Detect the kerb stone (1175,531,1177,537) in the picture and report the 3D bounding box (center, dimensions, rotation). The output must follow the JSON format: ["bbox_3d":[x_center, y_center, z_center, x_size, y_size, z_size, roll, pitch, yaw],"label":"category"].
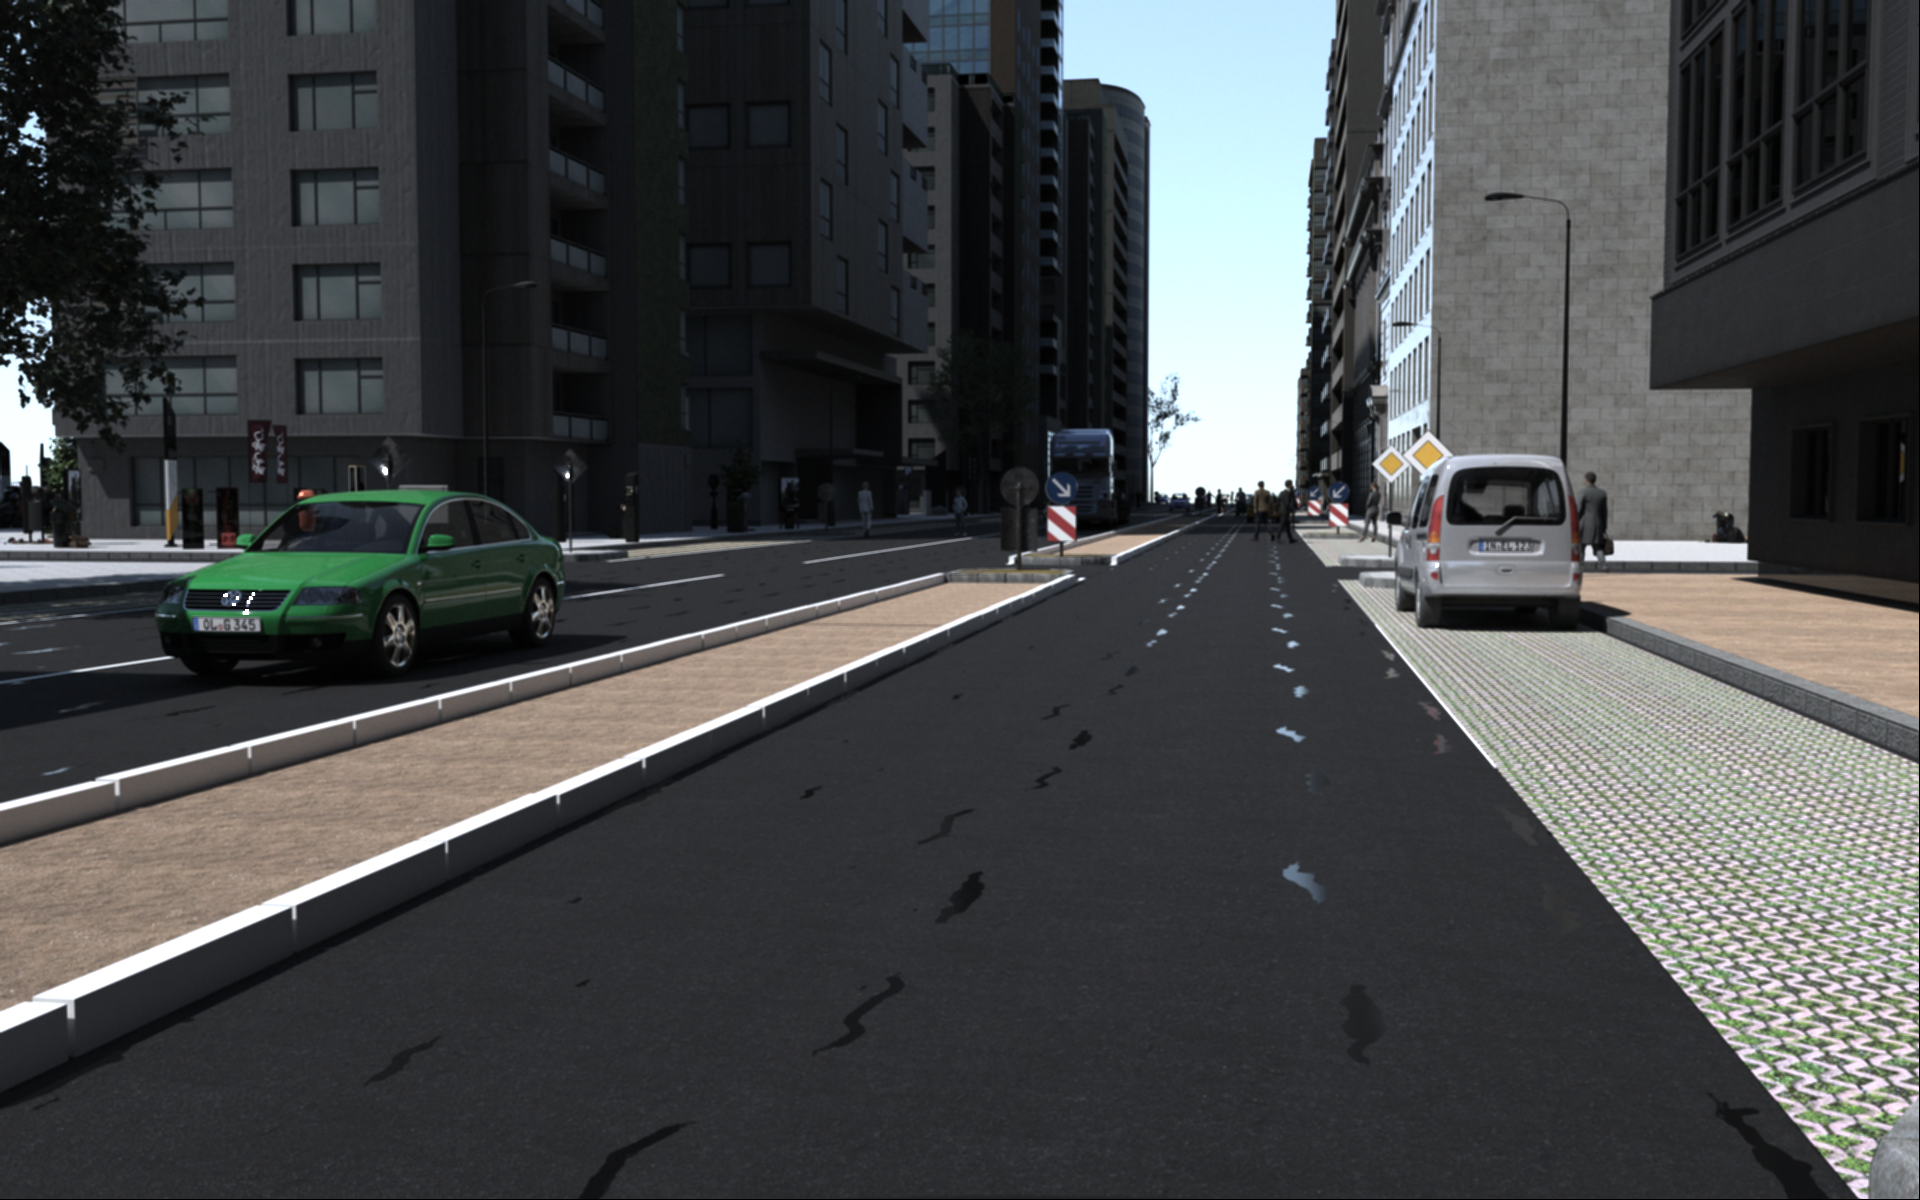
[{"bbox_3d":[6.963,-2.128,56.993,0.120,0.150,1.000,1,4,10],"label":"kerb stone"}]

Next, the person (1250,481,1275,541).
[{"bbox_3d":[9.325,-2.737,53.168,0.836,1.842,0.656,3,5,40],"label":"person"}]

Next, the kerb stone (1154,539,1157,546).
[{"bbox_3d":[5.187,-1.509,46.911,0.120,0.150,1.000,1,4,10],"label":"kerb stone"}]

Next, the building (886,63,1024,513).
[{"bbox_3d":[-3.476,-21.332,120.476,14.160,30.474,14.107,1,4,10],"label":"building"}]

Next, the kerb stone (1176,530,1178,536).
[{"bbox_3d":[7.137,-2.188,58.000,0.120,0.150,1.000,1,4,10],"label":"kerb stone"}]

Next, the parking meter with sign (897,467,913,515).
[{"bbox_3d":[-3.591,-6.909,109.229,0.543,3.016,1.738,2,4,24],"label":"parking meter with sign"}]

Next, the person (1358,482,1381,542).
[{"bbox_3d":[12.186,-2.616,51.552,0.573,1.790,0.520,3,4,36],"label":"person"}]

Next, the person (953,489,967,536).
[{"bbox_3d":[-0.022,-3.013,59.568,0.589,1.601,0.330,3,5,41],"label":"person"}]

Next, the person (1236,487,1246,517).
[{"bbox_3d":[17.324,-6.024,106.837,0.661,1.843,0.795,1,4,17],"label":"person"}]

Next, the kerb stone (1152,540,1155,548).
[{"bbox_3d":[5.006,-1.450,45.903,0.120,0.150,1.000,1,4,10],"label":"kerb stone"}]

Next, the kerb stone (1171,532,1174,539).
[{"bbox_3d":[6.611,-2.003,54.978,0.120,0.150,1.000,1,4,10],"label":"kerb stone"}]

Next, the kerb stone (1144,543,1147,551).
[{"bbox_3d":[4.477,-1.265,42.875,0.120,0.150,1.000,1,4,10],"label":"kerb stone"}]

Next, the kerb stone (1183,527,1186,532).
[{"bbox_3d":[8.036,-2.498,63.042,0.120,0.150,1.000,1,4,10],"label":"kerb stone"}]

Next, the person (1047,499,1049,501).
[{"bbox_3d":[6.806,-7.168,126.409,0.721,1.736,1.217,-3,5,-39],"label":"person"}]

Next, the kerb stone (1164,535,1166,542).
[{"bbox_3d":[5.901,-1.758,50.936,0.120,0.150,1.000,1,4,10],"label":"kerb stone"}]

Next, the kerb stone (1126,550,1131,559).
[{"bbox_3d":[3.581,-0.957,37.835,0.120,0.150,1.000,1,4,10],"label":"kerb stone"}]

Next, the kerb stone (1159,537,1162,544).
[{"bbox_3d":[5.540,-1.635,48.924,0.120,0.150,1.000,1,4,10],"label":"kerb stone"}]

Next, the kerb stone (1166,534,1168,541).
[{"bbox_3d":[6.071,-1.819,51.944,0.120,0.150,1.000,1,4,10],"label":"kerb stone"}]

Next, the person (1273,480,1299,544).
[{"bbox_3d":[9.496,-2.565,50.212,0.755,1.850,0.659,0,4,-2],"label":"person"}]

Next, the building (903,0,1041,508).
[{"bbox_3d":[-1.523,-29.633,134.604,14.600,45.320,14.200,1,4,10],"label":"building"}]

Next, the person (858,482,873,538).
[{"bbox_3d":[-3.088,-2.954,56.675,0.514,1.842,0.818,0,4,2],"label":"person"}]

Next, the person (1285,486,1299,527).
[{"bbox_3d":[14.511,-4.110,75.800,0.616,1.811,0.778,3,5,44],"label":"person"}]

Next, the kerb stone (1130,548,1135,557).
[{"bbox_3d":[3.762,-1.012,38.847,0.120,0.150,1.000,1,4,10],"label":"kerb stone"}]

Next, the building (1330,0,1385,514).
[{"bbox_3d":[36.491,-30.157,116.765,21.300,48.544,21.600,1,4,10],"label":"building"}]

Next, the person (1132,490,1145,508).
[{"bbox_3d":[18.153,-10.269,176.358,1.348,1.831,0.705,0,4,5],"label":"person"}]

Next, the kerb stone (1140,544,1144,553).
[{"bbox_3d":[4.295,-1.203,41.866,0.120,0.150,1.000,1,4,10],"label":"kerb stone"}]

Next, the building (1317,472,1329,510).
[{"bbox_3d":[45.407,-27.320,138.557,32.217,40.220,23.993,1,4,10],"label":"building"}]

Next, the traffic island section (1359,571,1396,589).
[{"bbox_3d":[7.346,-0.302,27.226,2.009,0.180,2.903,1,4,10],"label":"traffic island section"}]

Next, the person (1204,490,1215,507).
[{"bbox_3d":[26.818,-10.878,186.380,1.348,1.821,0.705,0,4,3],"label":"person"}]

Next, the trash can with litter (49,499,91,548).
[{"bbox_3d":[-21.220,-1.836,41.399,1.055,1.170,0.624,1,4,23],"label":"trash can with litter"}]

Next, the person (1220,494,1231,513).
[{"bbox_3d":[19.575,-7.104,127.831,0.628,1.438,0.799,3,4,36],"label":"person"}]

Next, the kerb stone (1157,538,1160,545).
[{"bbox_3d":[5.365,-1.572,47.918,0.120,0.150,1.000,1,4,10],"label":"kerb stone"}]

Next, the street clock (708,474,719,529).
[{"bbox_3d":[-8.956,-3.577,63.051,0.358,2.002,0.471,-2,4,-33],"label":"street clock"}]

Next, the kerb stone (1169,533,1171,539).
[{"bbox_3d":[6.424,-1.944,53.972,0.120,0.150,1.000,1,4,10],"label":"kerb stone"}]

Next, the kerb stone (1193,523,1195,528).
[{"bbox_3d":[9.456,-2.988,71.100,0.120,0.150,1.000,1,4,10],"label":"kerb stone"}]

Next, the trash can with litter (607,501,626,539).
[{"bbox_3d":[-9.718,-2.343,49.693,1.055,1.170,0.624,3,4,37],"label":"trash can with litter"}]

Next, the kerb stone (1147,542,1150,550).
[{"bbox_3d":[4.660,-1.326,43.889,0.120,0.150,1.000,1,4,10],"label":"kerb stone"}]

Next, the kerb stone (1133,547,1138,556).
[{"bbox_3d":[3.946,-1.080,39.852,0.120,0.150,1.000,1,4,10],"label":"kerb stone"}]

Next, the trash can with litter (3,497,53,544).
[{"bbox_3d":[-24.249,-2.086,45.164,2.233,1.210,1.678,2,4,27],"label":"trash can with litter"}]

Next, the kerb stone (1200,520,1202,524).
[{"bbox_3d":[10.873,-3.485,79.177,0.120,0.150,1.000,1,4,10],"label":"kerb stone"}]

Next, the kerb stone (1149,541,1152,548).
[{"bbox_3d":[4.832,-1.388,44.897,0.120,0.150,1.000,1,4,10],"label":"kerb stone"}]

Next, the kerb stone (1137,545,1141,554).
[{"bbox_3d":[4.120,-1.141,40.859,0.120,0.150,1.000,1,4,10],"label":"kerb stone"}]

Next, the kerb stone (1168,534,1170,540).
[{"bbox_3d":[6.254,-1.881,52.954,0.120,0.150,1.000,1,4,10],"label":"kerb stone"}]

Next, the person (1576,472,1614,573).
[{"bbox_3d":[10.852,-1.299,29.840,0.694,1.812,0.767,-1,4,-16],"label":"person"}]

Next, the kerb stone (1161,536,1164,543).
[{"bbox_3d":[5.725,-1.696,49.929,0.120,0.150,1.000,1,4,10],"label":"kerb stone"}]

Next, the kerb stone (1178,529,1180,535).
[{"bbox_3d":[7.317,-2.251,59.006,0.120,0.150,1.000,1,4,10],"label":"kerb stone"}]

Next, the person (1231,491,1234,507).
[{"bbox_3d":[29.841,-11.090,190.538,0.721,1.743,1.217,0,4,4],"label":"person"}]

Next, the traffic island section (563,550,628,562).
[{"bbox_3d":[-8.592,-0.970,38.139,2.009,0.180,2.903,1,4,10],"label":"traffic island section"}]

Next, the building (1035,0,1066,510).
[{"bbox_3d":[-1.198,-51.628,156.786,22.319,86.520,31.000,1,4,10],"label":"building"}]

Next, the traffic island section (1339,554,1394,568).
[{"bbox_3d":[8.732,-0.783,35.091,2.009,0.180,2.903,1,4,10],"label":"traffic island section"}]

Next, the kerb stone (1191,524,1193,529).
[{"bbox_3d":[9.098,-2.868,69.083,0.120,0.150,1.000,1,4,10],"label":"kerb stone"}]

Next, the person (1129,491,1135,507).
[{"bbox_3d":[18.589,-10.854,186.419,0.568,1.767,0.683,3,5,44],"label":"person"}]

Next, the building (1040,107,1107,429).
[{"bbox_3d":[7.507,-30.330,179.486,14.154,41.232,14.086,1,4,10],"label":"building"}]

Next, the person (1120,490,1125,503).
[{"bbox_3d":[12.087,-7.329,129.275,0.436,1.711,0.756,2,4,29],"label":"person"}]

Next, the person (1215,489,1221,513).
[{"bbox_3d":[19.690,-7.541,131.797,0.705,1.823,1.348,0,4,-4],"label":"person"}]

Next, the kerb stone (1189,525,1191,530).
[{"bbox_3d":[8.749,-2.741,67.069,0.120,0.150,1.000,1,4,10],"label":"kerb stone"}]

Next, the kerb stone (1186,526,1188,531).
[{"bbox_3d":[8.394,-2.621,65.054,0.120,0.150,1.000,1,4,10],"label":"kerb stone"}]

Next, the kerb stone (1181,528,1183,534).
[{"bbox_3d":[7.678,-2.375,61.023,0.120,0.150,1.000,1,4,10],"label":"kerb stone"}]
